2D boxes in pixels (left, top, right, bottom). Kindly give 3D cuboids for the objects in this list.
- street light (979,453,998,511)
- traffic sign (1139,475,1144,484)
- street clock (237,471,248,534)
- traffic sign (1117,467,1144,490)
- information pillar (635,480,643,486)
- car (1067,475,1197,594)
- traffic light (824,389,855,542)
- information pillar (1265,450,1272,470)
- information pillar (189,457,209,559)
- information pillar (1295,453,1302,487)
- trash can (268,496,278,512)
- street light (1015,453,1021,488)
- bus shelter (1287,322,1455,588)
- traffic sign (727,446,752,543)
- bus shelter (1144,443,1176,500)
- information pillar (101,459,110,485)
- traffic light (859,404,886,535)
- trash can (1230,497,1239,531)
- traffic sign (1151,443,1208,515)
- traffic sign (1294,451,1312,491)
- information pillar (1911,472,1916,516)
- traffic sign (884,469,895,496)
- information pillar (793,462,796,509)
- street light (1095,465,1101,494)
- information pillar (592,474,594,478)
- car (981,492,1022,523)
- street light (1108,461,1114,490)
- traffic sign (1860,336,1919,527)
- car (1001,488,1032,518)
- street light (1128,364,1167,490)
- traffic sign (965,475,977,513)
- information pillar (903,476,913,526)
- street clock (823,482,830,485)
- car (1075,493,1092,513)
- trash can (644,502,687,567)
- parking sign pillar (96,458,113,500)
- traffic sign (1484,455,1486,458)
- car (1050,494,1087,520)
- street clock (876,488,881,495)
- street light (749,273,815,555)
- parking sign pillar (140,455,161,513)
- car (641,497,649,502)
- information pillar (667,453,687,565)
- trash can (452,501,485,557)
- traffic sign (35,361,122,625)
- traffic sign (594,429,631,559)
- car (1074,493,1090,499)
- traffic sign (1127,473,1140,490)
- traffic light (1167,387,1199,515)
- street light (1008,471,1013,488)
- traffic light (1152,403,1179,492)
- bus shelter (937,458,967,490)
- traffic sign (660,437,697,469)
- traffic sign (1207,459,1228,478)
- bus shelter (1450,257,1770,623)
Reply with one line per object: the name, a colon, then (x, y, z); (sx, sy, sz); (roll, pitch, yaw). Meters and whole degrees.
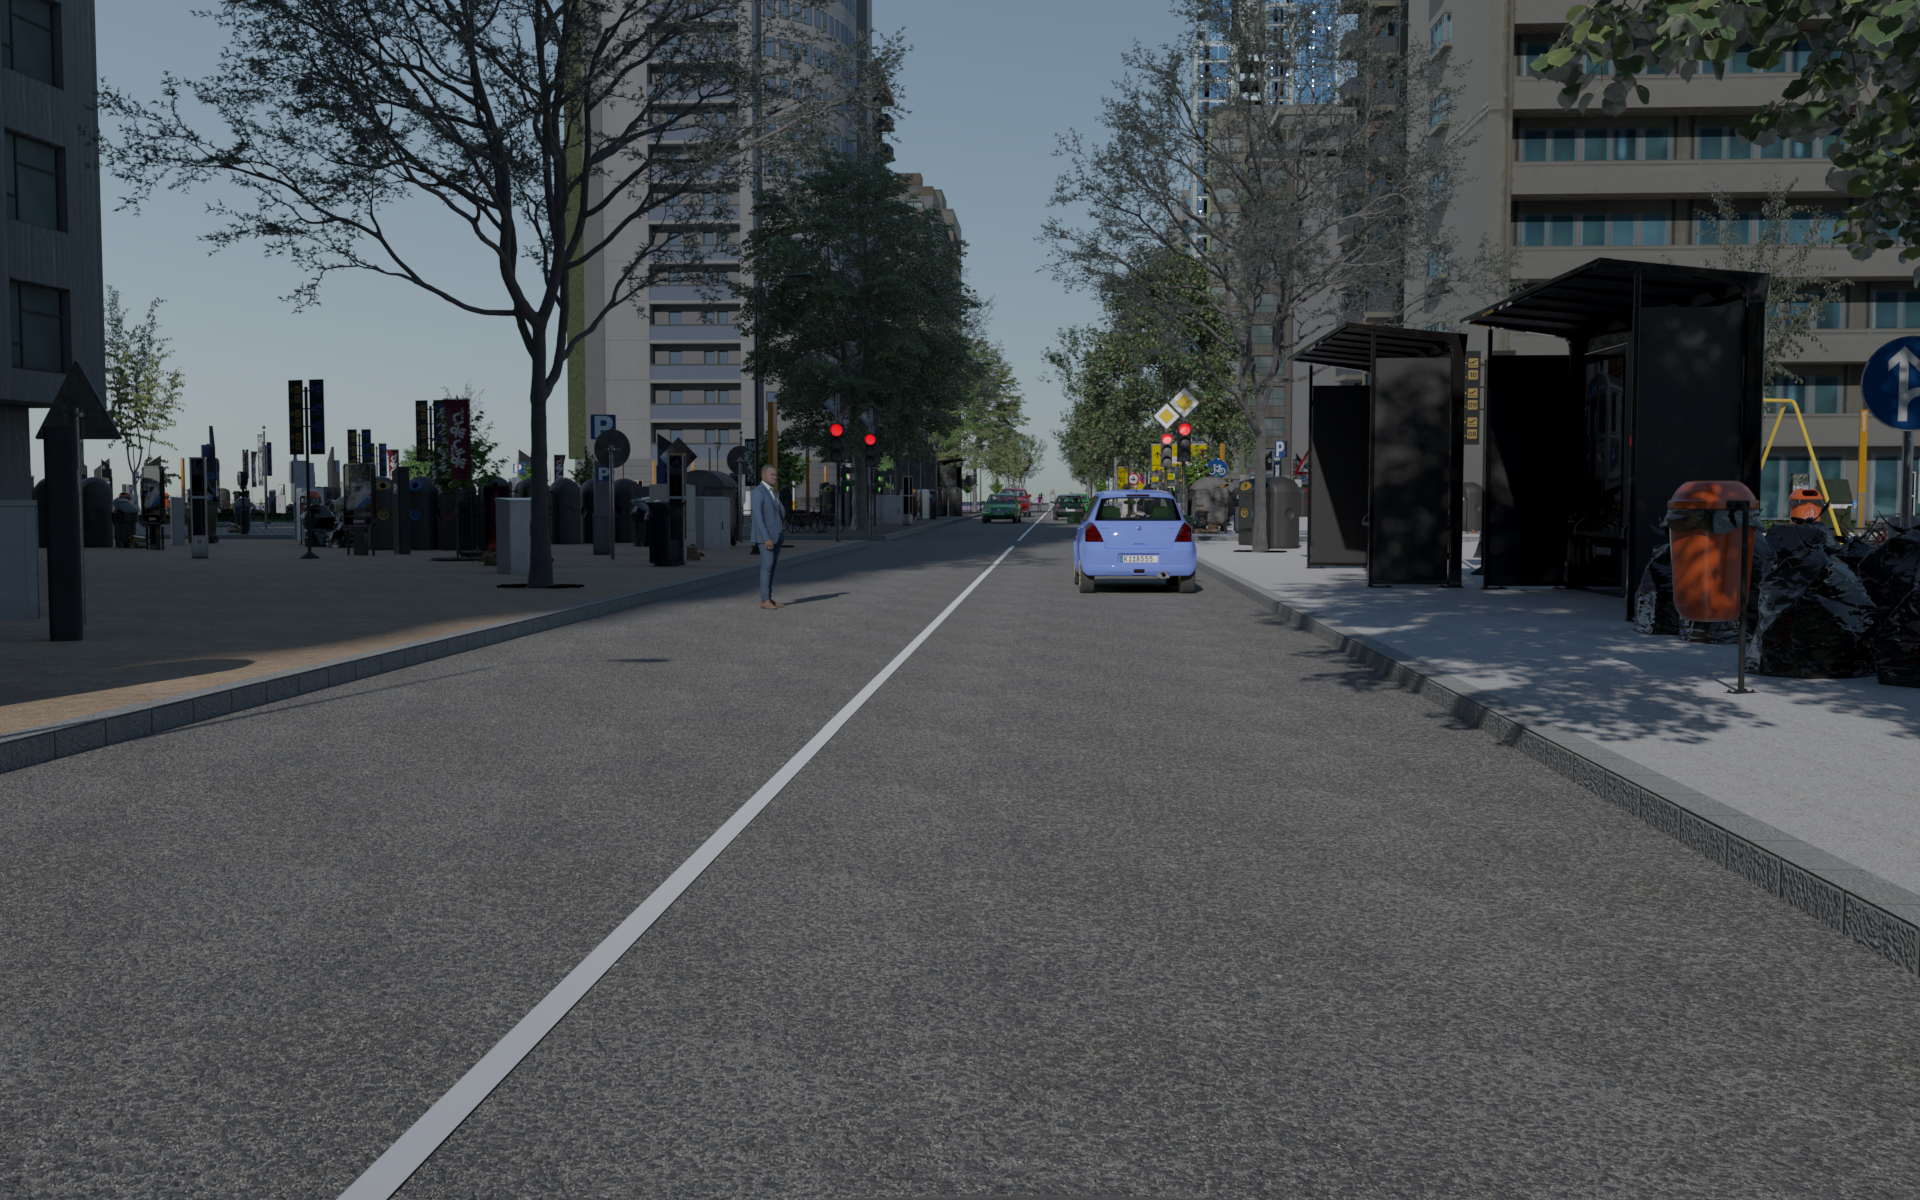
street light: (2.112, -9.715, 131.381); (1.470, 5.913, 1.316); (0, 4, 3)
traffic sign: (10.435, -5.930, 97.055); (0.768, 2.556, 0.104); (0, 4, 5)
street clock: (-22.765, -3.085, 55.007); (0.358, 2.002, 0.471); (-3, 4, -37)
traffic sign: (12.789, -8.212, 128.138); (2.265, 3.308, 0.079); (0, 4, 6)
information pillar: (-16.692, -5.235, 90.092); (0.304, 2.012, 0.304); (-3, 5, -41)
car: (2.597, -1.020, 26.270); (1.945, 1.707, 3.694); (0, 4, 2)
traffic light: (-3.245, -3.513, 46.358); (0.839, 4.253, 0.868); (0, 4, 3)
information pillar: (16.402, -6.173, 92.282); (0.504, 3.616, 0.183); (-2, 4, -24)
information pillar: (-15.155, -1.835, 34.487); (0.304, 2.012, 0.304); (-1, 4, -21)
information pillar: (19.311, -6.579, 98.919); (0.504, 3.616, 0.183); (-3, 5, -41)
trash can: (-42.746, -5.862, 107.491); (0.748, 1.137, 0.748); (0, 3, 0)
street light: (6.016, -13.711, 196.710); (1.470, 5.913, 1.316); (0, 4, 3)
bus shelter: (6.302, -2.168, 26.732); (1.731, 3.624, 6.357); (0, 4, 3)
traffic sign: (-5.761, -2.774, 45.465); (0.768, 2.556, 0.104); (1, 4, 9)
bus shelter: (12.267, -7.689, 103.345); (2.179, 5.291, 8.768); (0, 4, 3)
information pillar: (-56.844, -7.575, 115.202); (0.504, 3.616, 0.183); (-3, 5, -43)
traffic light: (-2.762, -4.000, 54.328); (0.839, 4.253, 0.868); (0, 4, 3)
trash can: (9.375, -2.798, 57.402); (0.748, 1.137, 0.748); (0, 3, 0)
traffic sign: (8.829, -4.646, 69.838); (2.265, 3.308, 0.079); (1, 4, 8)
traffic sign: (9.382, -2.837, 46.382); (0.884, 2.594, 0.081); (0, 4, 5)
information pillar: (31.324, -3.220, 57.135); (0.304, 2.012, 0.304); (2, 4, 25)
traffic sign: (-3.470, -5.318, 87.059); (0.768, 2.556, 0.104); (0, 4, 8)
information pillar: (-9.954, -6.900, 104.172); (0.183, 3.616, 0.504); (1, 4, 10)
street light: (11.450, -10.221, 139.651); (1.470, 5.913, 1.316); (0, 4, 3)
information pillar: (-13.170, -3.580, 63.020); (0.304, 2.012, 0.304); (1, 4, 21)
car: (2.085, -4.733, 86.188); (1.959, 1.807, 4.718); (0, 4, 5)
street light: (8.806, -7.547, 95.935); (1.470, 5.913, 1.316); (0, 4, 3)
traffic sign: (7.672, -0.852, 14.040); (0.768, 2.556, 0.104); (1, 4, 10)
car: (3.318, -6.024, 107.163); (2.281, 1.827, 5.304); (0, 4, 5)
street light: (6.832, -5.479, 62.126); (1.470, 5.913, 1.316); (0, 4, 3)
traffic sign: (0.720, -7.052, 115.405); (0.768, 2.556, 0.104); (0, 4, 6)
information pillar: (-2.134, -4.048, 70.683); (0.304, 2.012, 0.304); (2, 4, 27)
street clock: (-7.973, -6.022, 103.030); (0.471, 2.002, 0.358); (-3, 4, -36)
car: (7.534, -6.269, 111.302); (1.959, 1.807, 4.718); (0, 4, 4)
trash can: (-5.216, -1.167, 30.742); (0.748, 1.137, 0.748); (0, 3, 0)
parking sign pillar: (-64.978, -8.741, 131.393); (1.447, 3.967, 1.447); (1, 4, 11)
traffic sign: (8.230, -1.573, 25.719); (0.884, 2.594, 0.081); (1, 4, 13)
car: (5.985, -5.234, 95.355); (2.009, 1.686, 4.222); (0, 4, 2)
street clock: (-4.952, -6.171, 105.462); (0.358, 2.002, 0.471); (1, 4, 20)
street light: (-3.752, -3.915, 36.552); (1.470, 5.913, 1.316); (0, 4, 3)
parking sign pillar: (-56.041, -8.044, 119.991); (1.447, 3.967, 1.447); (3, 5, 45)
car: (-8.971, -2.310, 50.123); (4.827, 1.381, 2.083); (0, 4, 4)
information pillar: (-5.125, -1.644, 31.378); (0.304, 2.012, 0.304); (0, 4, -1)
trash can: (-9.873, -1.428, 35.007); (0.748, 1.137, 0.748); (0, 3, 0)
traffic sign: (-8.601, -1.034, 16.904); (0.884, 2.594, 0.081); (0, 4, 5)
traffic sign: (-6.831, -2.072, 33.987); (0.768, 2.556, 0.104); (1, 4, 13)
car: (9.647, -8.144, 142.198); (2.155, 1.783, 4.494); (0, 4, 2)
traffic sign: (10.337, -6.312, 103.301); (0.768, 2.556, 0.104); (1, 4, 9)
traffic light: (5.900, -3.480, 45.821); (0.839, 4.253, 0.868); (0, 4, 3)
street light: (4.057, -11.715, 164.087); (1.470, 5.913, 1.316); (0, 4, 3)
traffic light: (6.384, -3.968, 53.791); (0.839, 4.253, 0.868); (0, 4, 3)
bus shelter: (-0.551, -7.605, 115.617); (1.731, 3.624, 6.357); (0, 4, 4)
traffic sign: (-5.723, -2.081, 35.216); (0.795, 2.450, 0.064); (1, 4, 9)
traffic sign: (9.256, -3.811, 62.418); (0.768, 2.556, 0.104); (1, 4, 12)
bus shelter: (7.387, -1.773, 20.271); (1.731, 3.624, 6.357); (0, 4, 3)
